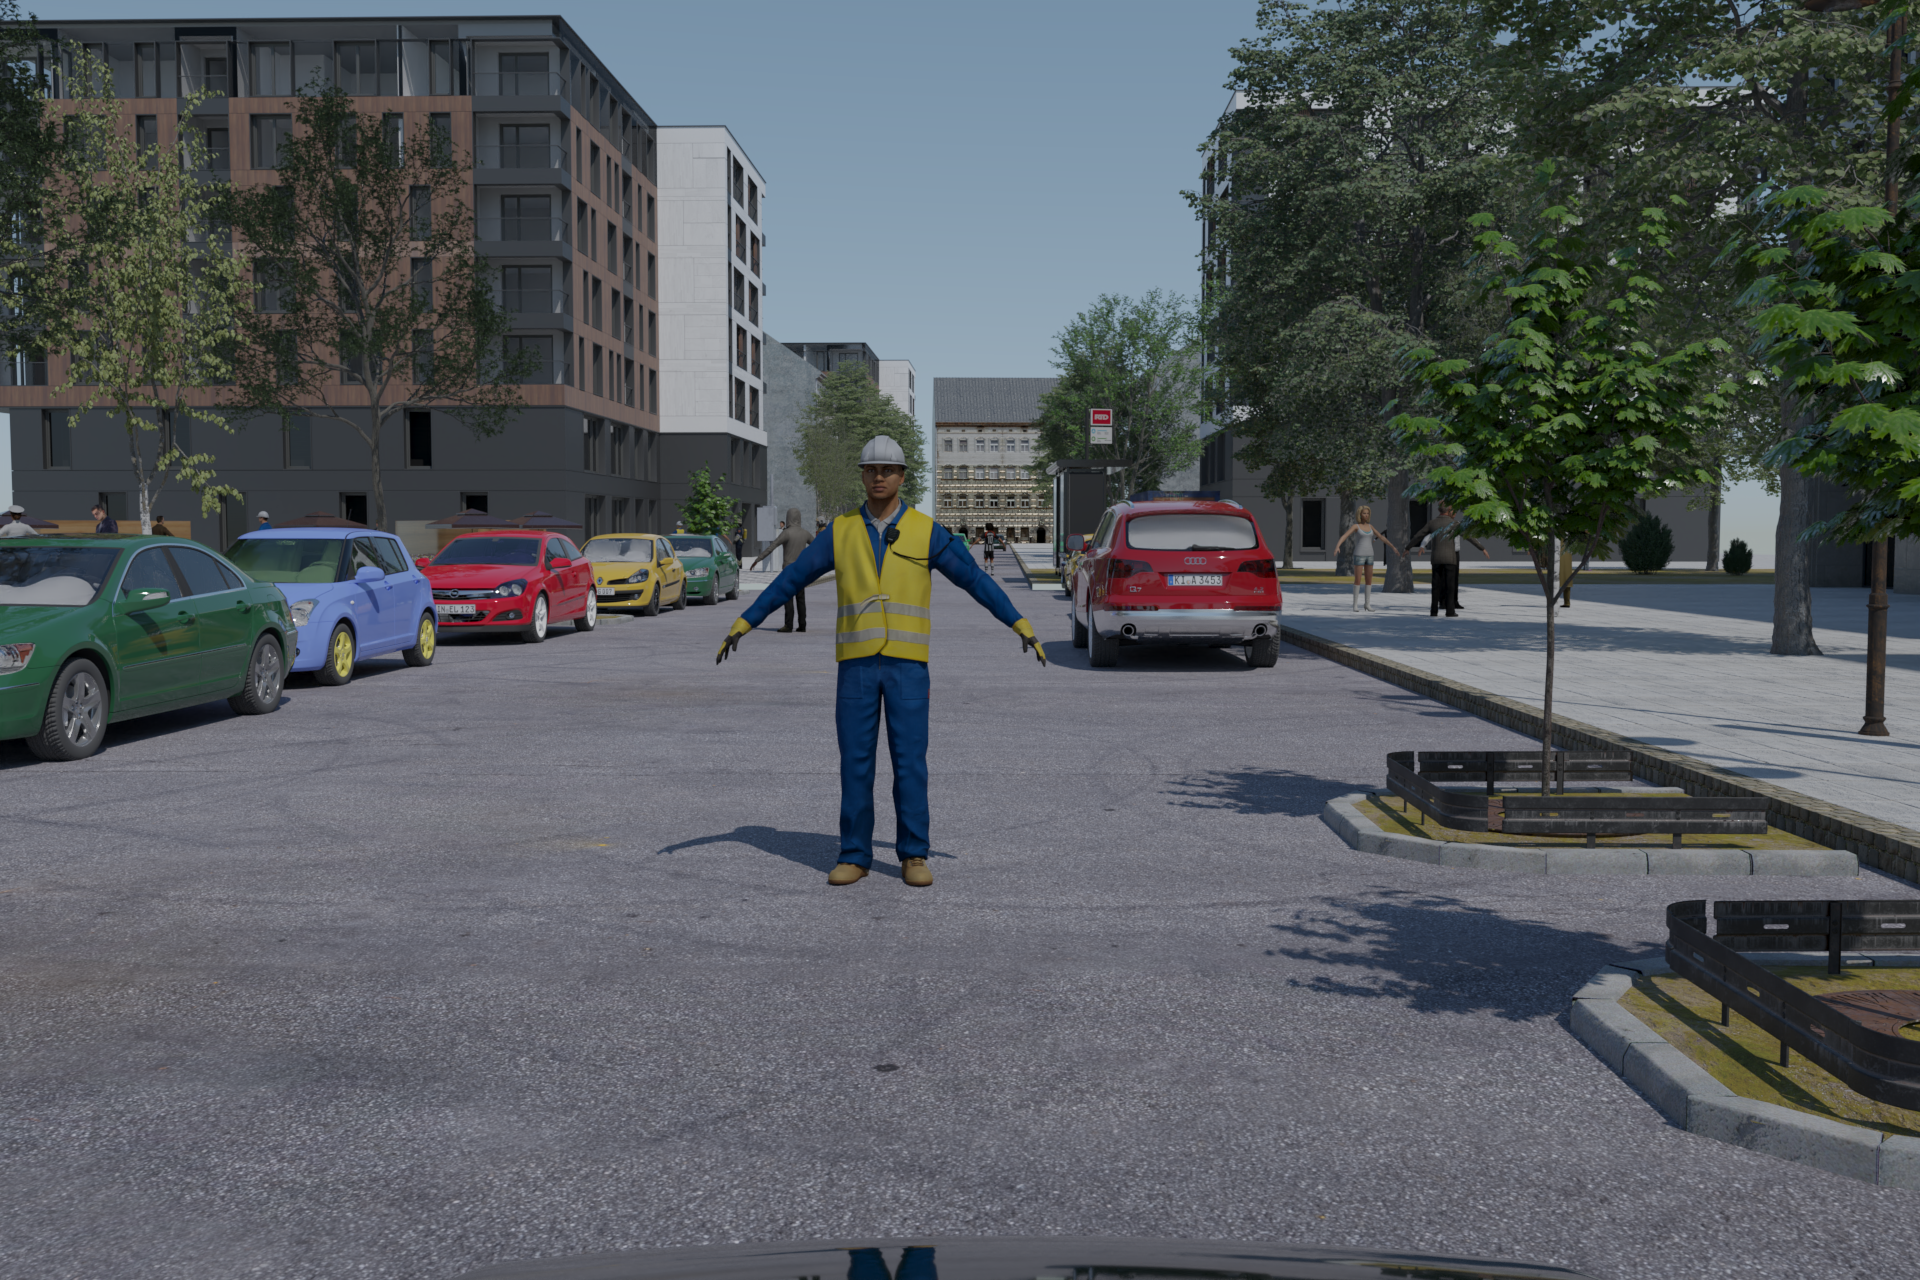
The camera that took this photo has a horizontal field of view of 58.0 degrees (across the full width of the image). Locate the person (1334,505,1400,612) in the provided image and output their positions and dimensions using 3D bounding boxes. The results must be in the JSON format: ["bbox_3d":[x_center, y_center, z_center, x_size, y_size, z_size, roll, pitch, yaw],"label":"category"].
[{"bbox_3d":[6.683,-1.340,28.524,1.214,1.753,0.721,-1,4,-18],"label":"person"}]

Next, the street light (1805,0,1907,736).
[{"bbox_3d":[5.840,-2.330,10.889,0.468,5.910,1.993,0,4,2],"label":"street light"}]

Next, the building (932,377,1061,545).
[{"bbox_3d":[5.339,-24.957,241.434,18.063,23.208,19.493,0,4,-2],"label":"building"}]

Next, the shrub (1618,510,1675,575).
[{"bbox_3d":[21.751,-3.112,54.926,1.661,2.075,1.752,0,3,0],"label":"shrub"}]

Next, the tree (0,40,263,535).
[{"bbox_3d":[-12.509,-4.644,26.287,4.737,8.622,4.395,0,3,0],"label":"tree"}]

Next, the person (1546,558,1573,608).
[{"bbox_3d":[10.406,-1.429,30.135,1.217,1.736,0.721,-1,4,-20],"label":"person"}]

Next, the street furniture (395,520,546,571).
[{"bbox_3d":[-17.352,-3.165,58.603,9.812,1.723,11.010,3,5,42],"label":"street furniture"}]

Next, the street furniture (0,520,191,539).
[{"bbox_3d":[-29.853,-3.071,57.057,11.010,1.723,9.812,3,4,36],"label":"street furniture"}]

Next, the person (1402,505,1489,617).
[{"bbox_3d":[7.504,-1.265,26.856,1.348,1.807,0.705,2,4,31],"label":"person"}]

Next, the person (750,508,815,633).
[{"bbox_3d":[-2.436,-1.018,25.227,1.348,1.813,0.705,-3,4,-38],"label":"person"}]

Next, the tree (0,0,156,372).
[{"bbox_3d":[-12.510,-5.133,18.329,7.601,10.594,8.767,-2,4,-33],"label":"tree"}]

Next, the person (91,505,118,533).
[{"bbox_3d":[-14.137,-1.347,28.511,0.683,1.767,0.568,2,4,32],"label":"person"}]

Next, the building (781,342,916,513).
[{"bbox_3d":[-20.022,-21.847,201.176,27.936,21.610,32.646,0,4,2],"label":"building"}]

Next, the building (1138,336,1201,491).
[{"bbox_3d":[27.572,-20.569,167.225,19.493,23.208,18.063,0,4,1],"label":"building"}]

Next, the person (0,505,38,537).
[{"bbox_3d":[-16.311,-1.435,29.929,1.216,1.778,0.721,-3,5,-41],"label":"person"}]

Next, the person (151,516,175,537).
[{"bbox_3d":[-22.935,-2.668,49.752,1.346,1.812,0.704,1,4,18],"label":"person"}]

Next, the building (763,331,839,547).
[{"bbox_3d":[-22.332,-20.821,171.357,19.493,23.208,18.063,0,4,2],"label":"building"}]

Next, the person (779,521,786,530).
[{"bbox_3d":[-7.156,-3.880,69.631,1.347,1.806,0.705,2,4,24],"label":"person"}]

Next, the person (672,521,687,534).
[{"bbox_3d":[-10.842,-3.680,66.637,1.216,1.772,0.721,-3,5,-41],"label":"person"}]

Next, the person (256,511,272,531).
[{"bbox_3d":[-17.166,-2.250,42.671,0.705,1.842,1.347,0,4,2],"label":"person"}]

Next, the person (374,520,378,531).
[{"bbox_3d":[-22.282,-3.698,66.398,1.347,1.837,0.705,1,4,23],"label":"person"}]

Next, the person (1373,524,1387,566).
[{"bbox_3d":[17.196,-3.842,69.545,1.216,1.740,0.721,1,4,8],"label":"person"}]

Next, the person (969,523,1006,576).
[{"bbox_3d":[0.986,-3.116,59.548,1.345,1.843,0.704,-1,4,-20],"label":"person"}]

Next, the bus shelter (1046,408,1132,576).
[{"bbox_3d":[3.784,-4.597,52.794,2.179,5.291,8.768,0,3,0],"label":"bus shelter"}]

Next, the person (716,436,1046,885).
[{"bbox_3d":[-0.320,0.080,7.122,1.349,1.833,0.705,0,4,4],"label":"person"}]

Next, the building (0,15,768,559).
[{"bbox_3d":[-25.703,-14.754,85.203,27.936,21.610,32.646,0,4,2],"label":"building"}]

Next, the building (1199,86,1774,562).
[{"bbox_3d":[27.029,-15.408,95.894,27.936,21.610,32.646,0,4,2],"label":"building"}]

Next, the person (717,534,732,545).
[{"bbox_3d":[-8.362,-3.199,58.436,1.347,1.817,0.704,-1,4,-10],"label":"person"}]

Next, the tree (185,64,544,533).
[{"bbox_3d":[-12.162,-6.176,35.384,7.601,10.594,8.767,-1,4,-17],"label":"tree"}]

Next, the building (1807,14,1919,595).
[{"bbox_3d":[29.199,-13.499,22.865,24.374,26.755,37.873,0,4,2],"label":"building"}]

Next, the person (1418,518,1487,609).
[{"bbox_3d":[8.385,-1.434,29.598,1.344,1.810,0.704,-1,4,-17],"label":"person"}]

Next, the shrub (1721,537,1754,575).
[{"bbox_3d":[24.108,-2.606,53.717,1.383,1.207,1.383,0,3,0],"label":"shrub"}]

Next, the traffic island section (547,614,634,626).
[{"bbox_3d":[-6.387,-0.321,28.121,1.991,0.108,1.994,0,4,1],"label":"traffic island section"}]

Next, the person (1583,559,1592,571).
[{"bbox_3d":[21.934,-3.128,60.416,0.599,1.433,0.991,-1,4,-12],"label":"person"}]

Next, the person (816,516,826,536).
[{"bbox_3d":[-4.550,-3.099,56.432,0.705,1.858,1.354,-1,4,-16],"label":"person"}]

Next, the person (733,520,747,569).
[{"bbox_3d":[-8.142,-3.533,63.545,0.705,1.856,1.354,0,4,-1],"label":"person"}]

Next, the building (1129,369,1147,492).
[{"bbox_3d":[28.434,-20.000,193.462,16.747,18.905,31.486,0,4,1],"label":"building"}]
